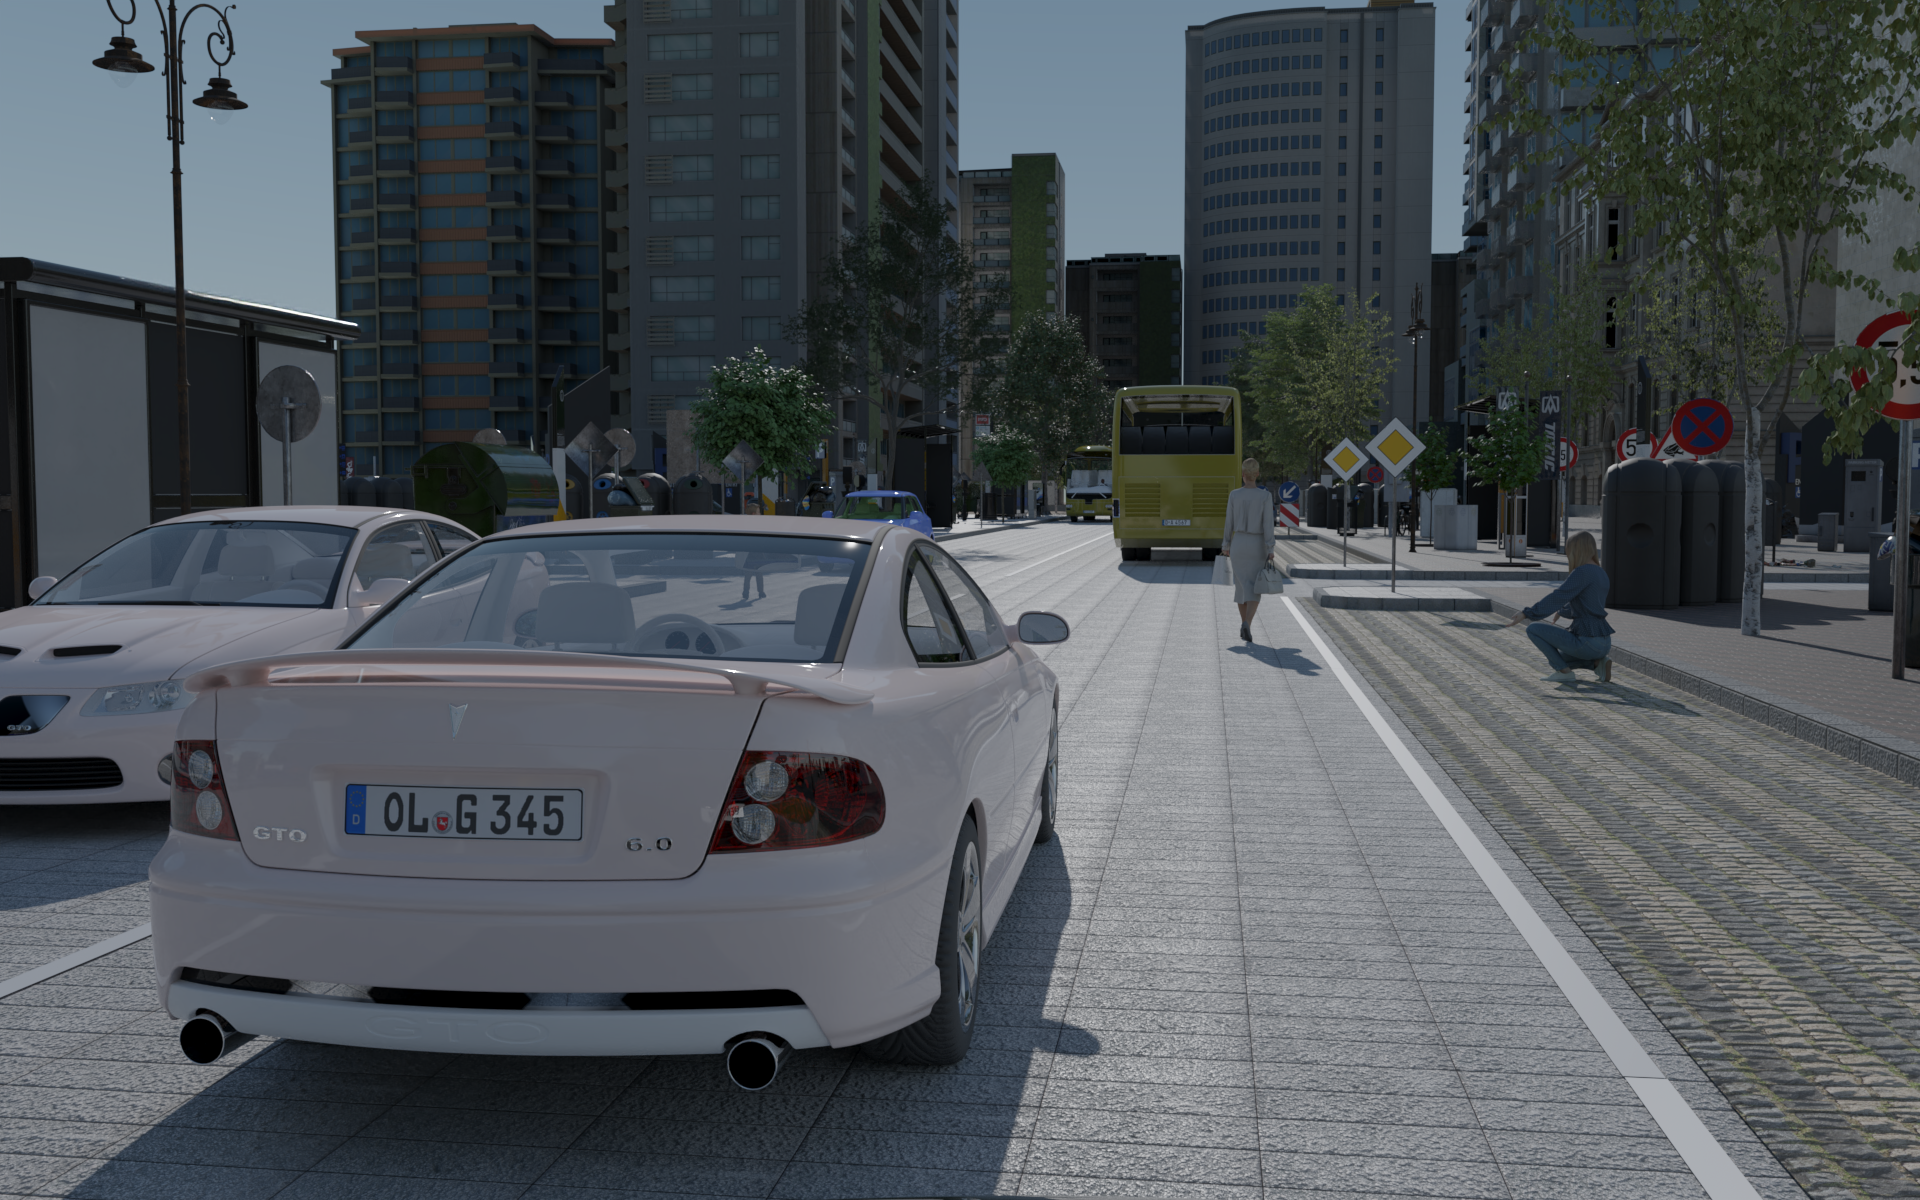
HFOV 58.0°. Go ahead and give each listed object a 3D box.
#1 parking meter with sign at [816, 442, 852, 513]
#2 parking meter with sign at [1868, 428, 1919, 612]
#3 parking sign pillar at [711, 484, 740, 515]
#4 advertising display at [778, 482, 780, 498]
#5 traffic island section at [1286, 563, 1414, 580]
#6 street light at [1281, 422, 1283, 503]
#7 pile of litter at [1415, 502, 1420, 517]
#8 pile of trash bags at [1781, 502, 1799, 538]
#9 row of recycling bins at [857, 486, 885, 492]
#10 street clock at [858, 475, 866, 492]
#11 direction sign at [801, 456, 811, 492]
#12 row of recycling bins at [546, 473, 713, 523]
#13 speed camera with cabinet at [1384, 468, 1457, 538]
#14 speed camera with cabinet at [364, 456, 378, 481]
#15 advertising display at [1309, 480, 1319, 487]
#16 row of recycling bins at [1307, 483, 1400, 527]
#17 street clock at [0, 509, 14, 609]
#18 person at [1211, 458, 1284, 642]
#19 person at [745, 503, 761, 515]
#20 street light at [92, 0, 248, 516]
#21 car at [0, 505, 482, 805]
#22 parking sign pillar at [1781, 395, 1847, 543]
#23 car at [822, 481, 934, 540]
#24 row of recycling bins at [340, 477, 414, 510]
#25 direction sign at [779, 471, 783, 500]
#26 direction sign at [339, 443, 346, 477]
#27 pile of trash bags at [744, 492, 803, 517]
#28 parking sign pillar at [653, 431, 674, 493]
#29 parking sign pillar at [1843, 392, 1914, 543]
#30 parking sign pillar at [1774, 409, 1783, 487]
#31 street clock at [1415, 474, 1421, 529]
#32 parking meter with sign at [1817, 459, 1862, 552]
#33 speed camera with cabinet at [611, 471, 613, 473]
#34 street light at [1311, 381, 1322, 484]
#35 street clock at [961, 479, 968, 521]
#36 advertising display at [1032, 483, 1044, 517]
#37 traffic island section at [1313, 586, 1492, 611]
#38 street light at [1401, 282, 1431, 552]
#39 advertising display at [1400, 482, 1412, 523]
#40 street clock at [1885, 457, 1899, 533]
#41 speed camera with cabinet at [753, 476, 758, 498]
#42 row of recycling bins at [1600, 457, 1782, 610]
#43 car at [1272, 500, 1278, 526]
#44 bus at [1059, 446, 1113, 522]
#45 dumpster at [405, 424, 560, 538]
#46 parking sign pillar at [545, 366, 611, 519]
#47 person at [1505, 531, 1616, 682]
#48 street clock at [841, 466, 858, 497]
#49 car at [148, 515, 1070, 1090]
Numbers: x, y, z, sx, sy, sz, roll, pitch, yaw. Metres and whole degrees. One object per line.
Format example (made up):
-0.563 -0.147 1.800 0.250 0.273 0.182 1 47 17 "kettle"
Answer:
-4.022 -3.824 58.787 1.738 3.016 0.543 -3 4 -38 "parking meter with sign"
10.809 -1.402 19.180 1.738 3.016 0.543 -2 4 -29 "parking meter with sign"
-9.245 -4.872 68.133 1.447 3.967 1.447 2 4 35 "parking sign pillar"
-9.491 -5.217 90.509 0.123 1.923 0.974 0 4 -8 "advertising display"
6.801 -0.504 30.524 2.009 0.180 2.903 0 4 8 "traffic island section"
19.354 -8.024 103.981 0.468 5.910 1.993 0 4 8 "street light"
25.733 -5.148 98.138 1.176 0.858 1.719 -2 4 -28 "pile of litter"
24.029 -2.522 50.981 3.447 1.369 1.912 0 4 -2 "pile of trash bags"
-4.387 -4.772 85.138 1.069 1.692 3.534 1 4 13 "row of recycling bins"
-3.742 -3.665 64.494 0.358 2.002 0.471 -3 5 -41 "street clock"
-8.969 -6.641 100.584 0.379 3.537 0.876 -3 5 -44 "direction sign"
-6.621 -1.677 34.534 3.534 1.692 1.069 1 4 10 "row of recycling bins"
13.576 -3.468 51.033 2.038 3.252 0.660 1 4 22 "speed camera with cabinet"
-30.635 -5.944 91.513 0.660 3.252 2.038 1 4 17 "speed camera with cabinet"
16.721 -4.693 81.942 0.123 1.923 0.974 2 4 32 "advertising display"
15.276 -3.681 67.303 3.534 1.692 1.069 1 4 16 "row of recycling bins"
-10.684 -0.897 19.243 0.471 2.002 0.358 2 4 27 "street clock"
2.785 -0.494 16.924 0.694 1.780 0.624 3 4 38 "person"
-2.854 -0.670 23.733 0.475 1.303 0.640 1 4 9 "person"
-6.799 -2.588 15.102 0.468 5.910 1.993 0 4 8 "street light"
-3.694 0.183 9.374 2.083 1.381 4.827 0 4 7 "car"
23.074 -3.524 46.091 1.447 3.967 1.447 -2 4 -25 "parking sign pillar"
-1.583 -1.432 32.999 1.945 1.707 3.694 1 4 9 "car"
-14.174 -2.108 41.579 1.069 1.692 3.534 1 4 21 "row of recycling bins"
-6.622 -4.437 64.549 0.379 3.537 0.876 1 4 18 "direction sign"
-27.820 -5.218 77.308 0.876 3.537 0.379 0 4 3 "direction sign"
-8.351 -4.315 80.302 3.447 1.369 1.912 0 4 -1 "pile of trash bags"
-12.338 -5.193 73.379 1.447 3.967 1.447 -1 4 -13 "parking sign pillar"
22.486 -3.290 42.260 1.447 3.967 1.447 2 4 26 "parking sign pillar"
26.479 -4.068 54.992 1.447 3.967 1.447 -2 4 -27 "parking sign pillar"
16.503 -3.548 62.573 0.358 2.002 0.471 1 4 13 "street clock"
19.908 -2.563 38.163 1.738 3.016 0.543 3 4 38 "parking meter with sign"
-14.202 -4.360 65.627 2.038 3.252 0.660 0 4 5 "speed camera with cabinet"
14.665 -6.022 71.245 0.468 5.910 1.993 0 4 8 "street light"
0.218 -4.852 83.907 0.358 2.002 0.471 -1 4 -14 "street clock"
4.427 -5.662 97.788 0.123 1.923 0.974 -2 4 -34 "advertising display"
5.677 -0.021 22.619 2.009 0.180 2.903 0 4 8 "traffic island section"
9.973 -3.988 37.987 0.468 5.910 1.993 0 4 8 "street light"
20.077 -4.437 77.753 0.123 1.923 0.974 -2 4 -24 "advertising display"
18.207 -1.775 33.592 0.471 2.002 0.358 3 5 45 "street clock"
-8.122 -4.729 71.652 0.660 3.252 2.038 -1 4 -13 "speed camera with cabinet"
8.649 -0.819 20.511 1.069 1.692 3.534 3 5 43 "row of recycling bins"
13.326 -4.035 77.978 2.014 1.417 4.499 0 4 8 "car"
7.392 -6.106 91.377 2.896 3.916 12.252 1 4 10 "bus"
-6.635 -1.321 24.096 1.502 2.255 1.985 0 4 8 "dumpster"
-8.014 -2.929 36.369 1.447 3.967 1.447 -2 4 -26 "parking sign pillar"
4.561 0.050 13.181 1.012 1.151 0.738 -3 4 -39 "person"
-2.880 -2.433 44.342 0.358 2.002 0.471 0 4 -6 "street clock"
-0.707 0.400 5.821 2.083 1.381 4.827 0 4 7 "car"
